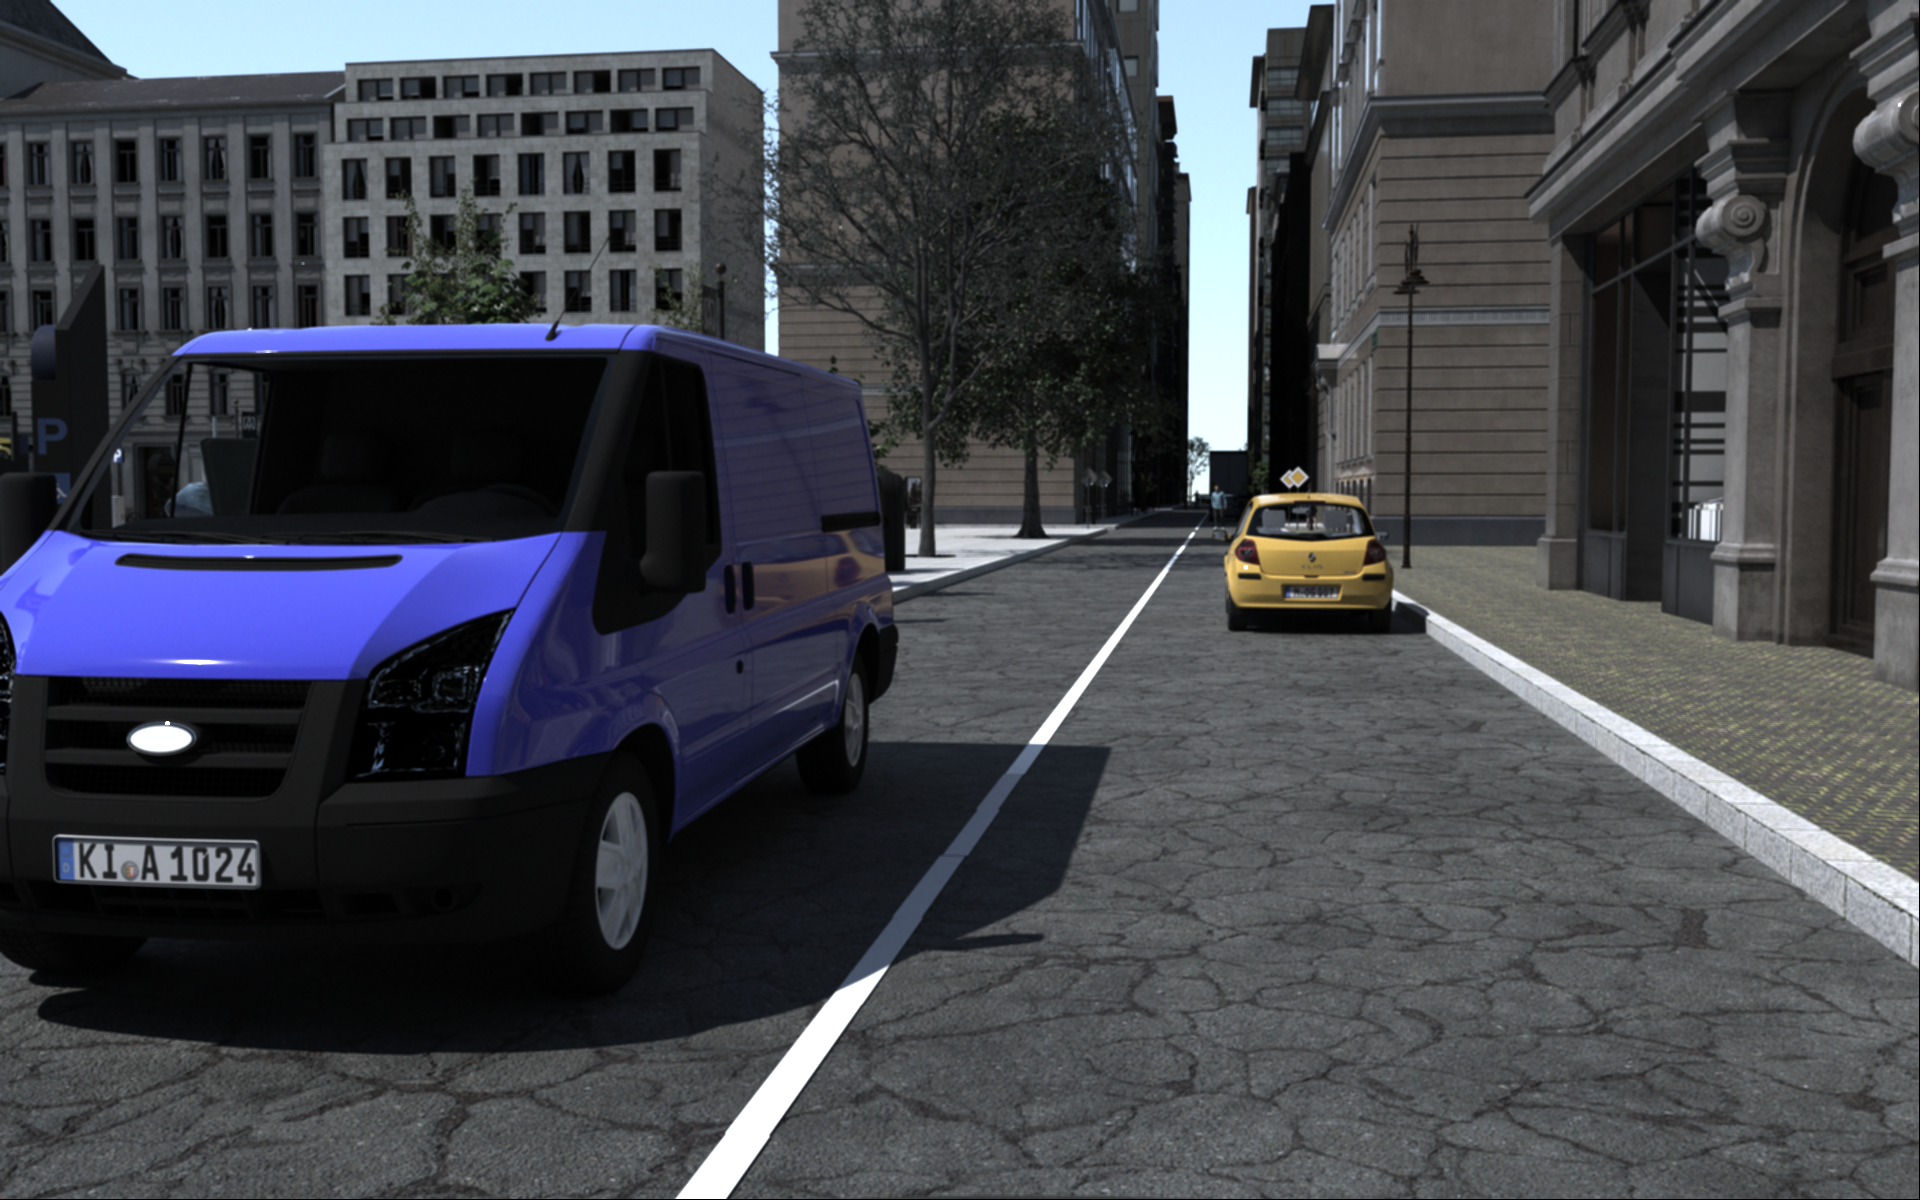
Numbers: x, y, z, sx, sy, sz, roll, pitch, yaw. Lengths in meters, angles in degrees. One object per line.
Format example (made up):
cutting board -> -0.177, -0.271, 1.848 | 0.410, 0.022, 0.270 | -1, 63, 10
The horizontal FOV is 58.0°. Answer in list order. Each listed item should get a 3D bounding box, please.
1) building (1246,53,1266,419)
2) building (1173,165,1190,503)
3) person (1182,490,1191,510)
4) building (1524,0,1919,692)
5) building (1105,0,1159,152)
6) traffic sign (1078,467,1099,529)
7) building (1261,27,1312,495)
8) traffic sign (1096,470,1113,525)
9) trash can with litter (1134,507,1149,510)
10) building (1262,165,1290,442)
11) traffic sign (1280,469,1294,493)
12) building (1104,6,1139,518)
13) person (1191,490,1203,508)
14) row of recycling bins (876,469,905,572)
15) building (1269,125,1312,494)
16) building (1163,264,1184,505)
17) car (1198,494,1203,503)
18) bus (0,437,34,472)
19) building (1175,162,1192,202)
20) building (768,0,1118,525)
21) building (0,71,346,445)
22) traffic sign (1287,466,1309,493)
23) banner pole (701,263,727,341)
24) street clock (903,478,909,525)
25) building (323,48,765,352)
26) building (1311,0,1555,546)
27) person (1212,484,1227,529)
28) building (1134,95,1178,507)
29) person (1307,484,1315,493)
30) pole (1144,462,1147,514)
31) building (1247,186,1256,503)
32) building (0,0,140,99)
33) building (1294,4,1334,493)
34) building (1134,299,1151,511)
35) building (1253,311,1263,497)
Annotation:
building -> 48.451, -37.545, 203.105 | 28.713, 52.752, 27.495 | 1, 4, 9
building -> 22.726, -38.591, 254.658 | 21.300, 48.544, 21.600 | 1, 4, 9
person -> 20.227, -8.962, 155.034 | 0.705, 1.824, 1.348 | -2, 4, -29
building -> 12.162, -10.425, 21.366 | 10.553, 20.767, 40.483 | 1, 4, 9
building -> 4.514, -34.984, 161.227 | 28.713, 52.752, 27.495 | 1, 4, 9
traffic sign -> 4.707, -3.662, 63.509 | 0.795, 2.450, 0.064 | 1, 4, 9
building -> 34.257, -28.840, 155.131 | 14.154, 41.232, 14.086 | 1, 4, 9
traffic sign -> 5.903, -4.144, 71.404 | 0.795, 2.450, 0.064 | 1, 4, 9
trash can with litter -> 14.357, -7.833, 139.127 | 2.233, 1.210, 1.678 | 2, 4, 26
building -> 30.149, -21.014, 130.973 | 14.401, 28.519, 23.554 | 1, 4, 9
traffic sign -> 13.359, -4.074, 70.258 | 0.795, 2.450, 0.064 | 1, 4, 9
building -> 4.562, -20.080, 105.802 | 11.434, 29.767, 29.804 | 1, 4, 9
person -> 23.586, -10.029, 172.465 | 1.348, 1.826, 0.705 | 1, 4, 13
row of recycling bins -> -1.928, -1.263, 27.767 | 1.069, 1.692, 3.534 | 2, 4, 28
building -> 26.376, -17.216, 111.163 | 12.332, 23.373, 15.834 | 1, 4, 9
building -> 19.518, -26.794, 209.782 | 14.160, 30.474, 14.107 | 1, 4, 9
car -> 39.375, -16.393, 279.821 | 2.131, 1.459, 4.920 | 0, 4, 8
bus -> -45.169, -5.105, 75.015 | 12.252, 3.916, 2.896 | 0, 4, 8
building -> 22.497, -42.208, 279.344 | 28.713, 52.752, 27.495 | 1, 4, 9
building -> 0.080, -18.068, 81.312 | 13.634, 28.700, 20.117 | 1, 4, 9
building -> -35.677, -14.261, 82.324 | 18.267, 20.994, 9.793 | 1, 4, 9
traffic sign -> 12.163, -3.591, 62.363 | 0.795, 2.450, 0.064 | 1, 4, 9
banner pole -> -2.630, -1.749, 18.615 | 0.401, 3.779, 0.863 | 1, 4, 10
street clock -> -2.103, -4.107, 71.718 | 0.358, 2.002, 0.471 | -3, 5, -44
building -> -18.408, -13.721, 79.087 | 16.860, 20.320, 10.420 | 1, 4, 9
building -> 17.845, -16.205, 50.853 | 13.634, 28.700, 20.117 | 1, 4, 9
person -> 10.539, -3.780, 70.318 | 0.660, 1.820, 0.620 | 2, 4, 25
building -> 12.333, -32.668, 188.739 | 22.147, 44.769, 28.867 | 1, 4, 9
person -> 13.164, -3.451, 64.955 | 0.581, 1.822, 0.654 | -1, 4, -20
pole -> 11.934, -7.205, 111.644 | 0.158, 3.312, 0.155 | 0, 3, 0
building -> 47.741, -36.339, 244.256 | 14.600, 45.320, 14.200 | 1, 4, 9
building -> -56.645, -18.386, 87.998 | 23.554, 28.519, 14.401 | 1, 4, 9
building -> 30.010, -14.794, 75.173 | 30.059, 22.955, 16.112 | 1, 4, 9
building -> 5.785, -16.026, 129.481 | 16.820, 18.784, 16.811 | 1, 4, 9
building -> 44.154, -20.242, 176.003 | 27.650, 21.520, 28.899 | 1, 4, 9
